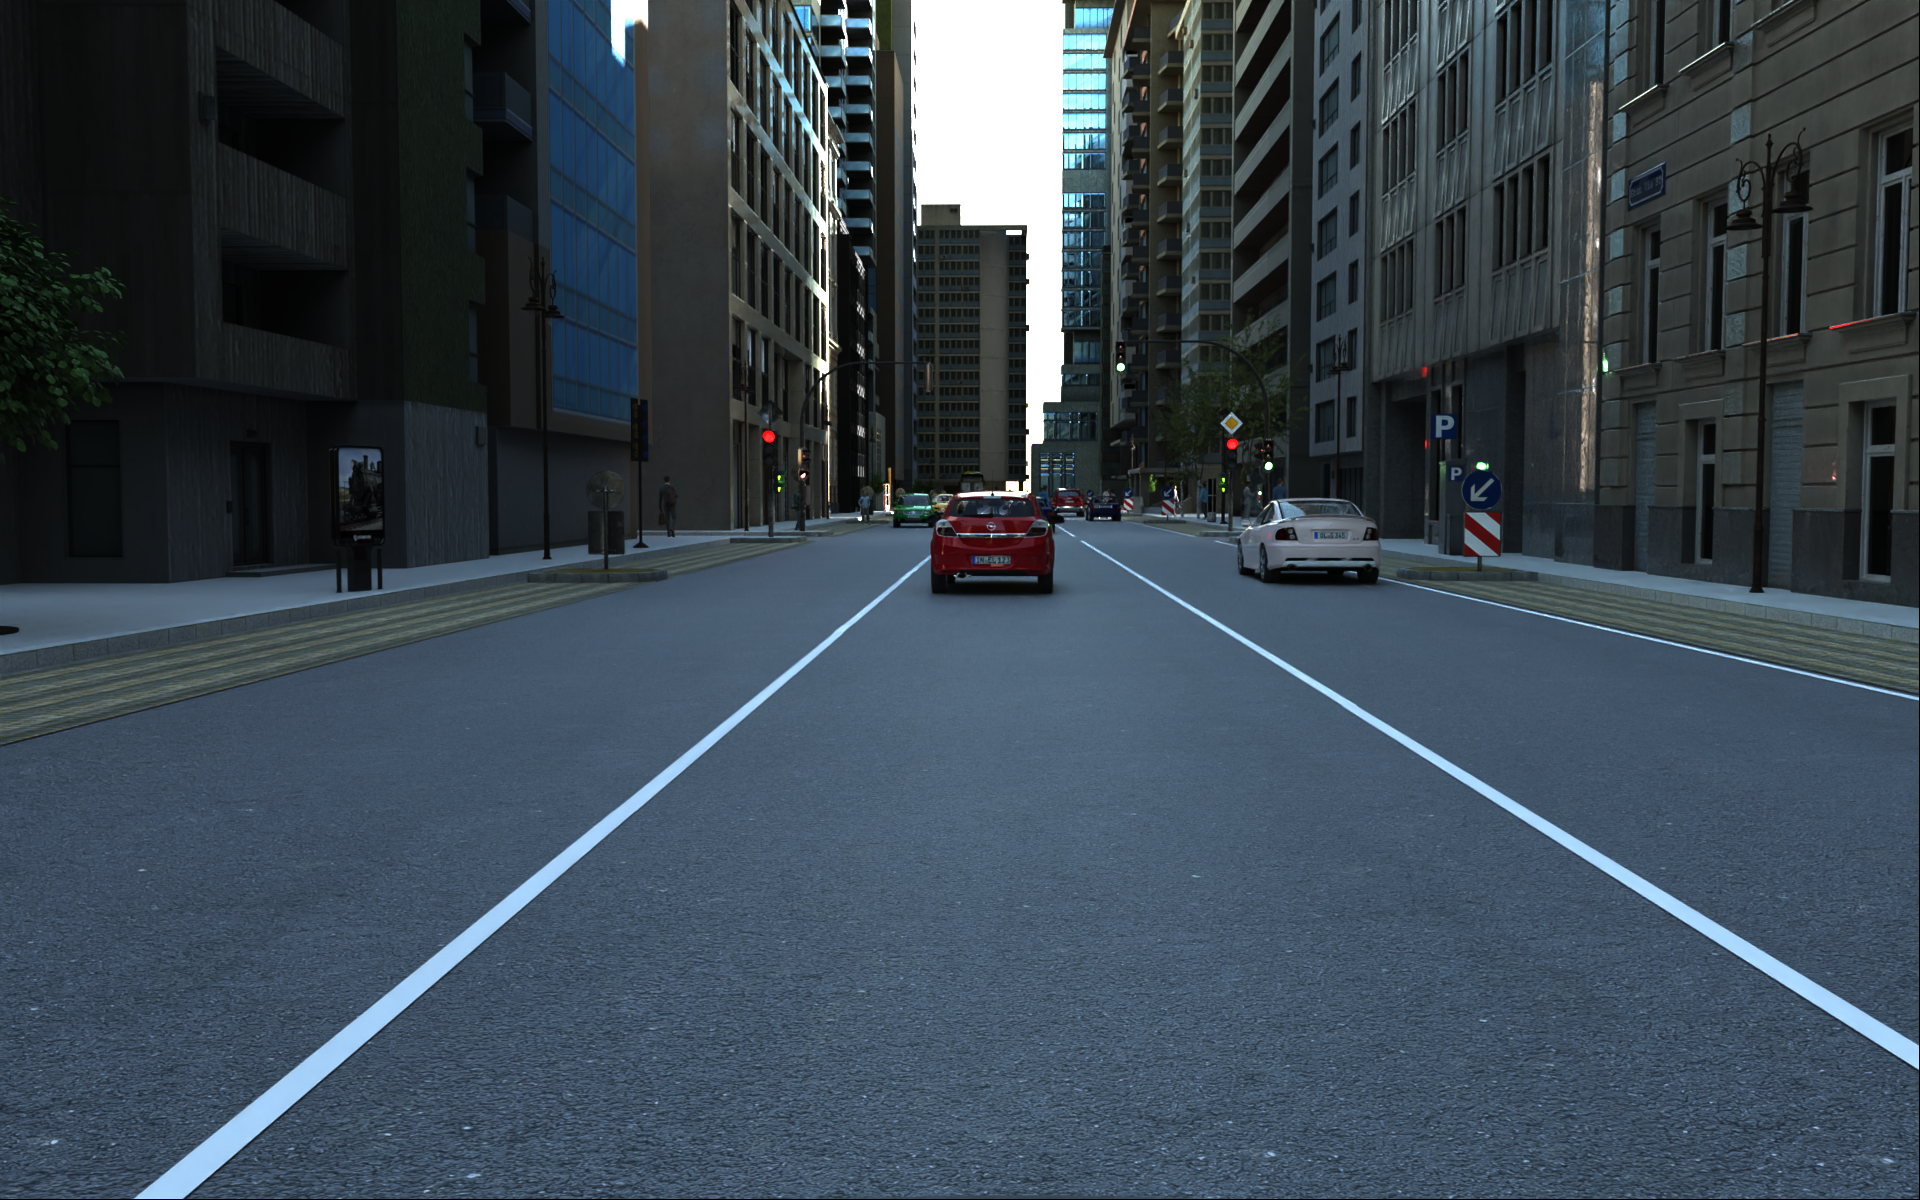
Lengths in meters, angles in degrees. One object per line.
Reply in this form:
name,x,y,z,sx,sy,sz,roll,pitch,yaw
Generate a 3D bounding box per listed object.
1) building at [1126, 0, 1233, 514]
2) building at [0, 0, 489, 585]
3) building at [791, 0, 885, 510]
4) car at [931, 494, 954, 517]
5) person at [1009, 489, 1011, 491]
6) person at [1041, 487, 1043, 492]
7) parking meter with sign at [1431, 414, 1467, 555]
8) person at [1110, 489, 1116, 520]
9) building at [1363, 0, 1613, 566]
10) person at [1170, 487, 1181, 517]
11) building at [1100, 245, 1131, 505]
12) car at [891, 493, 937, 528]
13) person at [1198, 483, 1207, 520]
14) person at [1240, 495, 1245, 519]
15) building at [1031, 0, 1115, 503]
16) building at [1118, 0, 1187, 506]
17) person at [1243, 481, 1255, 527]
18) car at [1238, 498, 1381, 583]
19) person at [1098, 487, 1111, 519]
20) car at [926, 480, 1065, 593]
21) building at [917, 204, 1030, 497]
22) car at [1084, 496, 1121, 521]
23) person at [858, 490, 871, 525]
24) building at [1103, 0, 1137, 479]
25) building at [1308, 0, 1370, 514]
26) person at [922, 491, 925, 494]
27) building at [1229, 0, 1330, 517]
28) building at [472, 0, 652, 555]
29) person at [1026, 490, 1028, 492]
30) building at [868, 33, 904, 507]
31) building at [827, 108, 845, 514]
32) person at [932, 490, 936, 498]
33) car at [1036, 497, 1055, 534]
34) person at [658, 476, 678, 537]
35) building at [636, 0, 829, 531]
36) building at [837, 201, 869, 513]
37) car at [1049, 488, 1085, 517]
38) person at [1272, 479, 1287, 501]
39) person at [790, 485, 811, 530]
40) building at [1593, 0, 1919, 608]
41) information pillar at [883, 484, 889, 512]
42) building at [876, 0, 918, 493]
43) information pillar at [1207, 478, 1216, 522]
building,28.063,-26.056,117.903,32.217,40.220,23.993,0,4,2
building,-16.604,-15.616,27.027,14.160,30.474,14.107,0,4,2
building,-17.308,-51.135,148.730,22.319,86.520,31.000,0,4,2
car,-0.886,-5.442,99.200,2.015,1.641,3.980,0,4,3
person,3.749,-7.288,127.931,0.850,1.792,0.678,-2,4,-30
person,4.416,-5.137,92.733,0.529,1.795,0.600,1,4,23
parking meter with sign,10.473,-2.486,36.909,0.543,3.016,1.738,0,4,4
person,8.634,-5.374,97.201,0.643,1.720,0.563,2,4,26
building,17.491,-13.558,39.702,12.078,24.808,19.932,0,4,2
person,12.261,-5.678,99.061,0.709,1.800,0.728,-3,5,-41
building,23.268,-26.321,202.043,14.160,30.474,14.107,0,4,2
car,-1.992,-4.078,75.469,1.959,1.807,4.718,0,4,0
person,12.063,-4.842,85.221,0.660,1.820,0.620,-3,5,-41
person,14.478,-4.755,88.461,0.373,1.253,0.362,-3,4,-38
building,24.945,-55.966,227.713,31.000,86.520,22.319,0,4,2
building,25.558,-30.395,151.590,22.147,44.769,28.867,0,4,2
person,11.412,-3.799,68.344,0.466,1.800,0.511,-1,4,-20
car,5.844,-1.036,29.297,2.083,1.381,4.827,0,4,2
person,8.318,-5.596,99.844,0.795,1.843,0.661,-1,4,-9
car,0.530,-1.067,26.487,2.155,1.783,4.494,0,4,2
building,-2.605,-33.205,234.779,23.993,40.220,32.217,0,4,2
car,7.686,-4.926,93.126,1.945,1.354,3.894,0,4,0
person,-4.406,-4.268,80.094,0.589,1.601,0.330,0,4,-8
building,29.887,-36.127,179.910,28.713,52.752,27.495,0,4,2
building,21.671,-18.034,66.562,14.107,30.474,14.160,0,4,2
person,-4.099,-10.933,185.597,0.742,1.727,0.445,-3,5,-39
building,25.753,-28.334,86.960,21.300,48.544,21.600,0,4,2
building,-16.162,-23.976,42.112,14.200,45.320,14.600,0,4,2
person,6.457,-9.654,166.360,1.348,1.823,0.705,0,4,0
building,-12.931,-31.965,172.738,14.600,45.320,14.200,0,4,2
building,-14.521,-19.507,104.851,13.634,28.700,20.117,0,4,2
person,-1.700,-6.494,115.674,0.512,1.701,0.522,2,4,30
car,2.575,-3.147,64.040,1.945,1.354,3.894,0,4,0
person,-8.688,-2.789,51.607,0.622,1.834,0.822,0,4,-2
building,-17.210,-16.683,77.286,19.350,26.468,34.151,0,4,2
building,-13.311,-17.986,123.742,12.332,23.373,15.834,0,4,2
car,6.861,-6.253,110.910,2.281,1.827,5.304,0,4,0
person,11.118,-3.312,60.222,0.581,1.822,0.654,1,4,11
person,-5.700,-3.237,61.771,0.721,1.781,0.623,0,4,6
building,16.379,-13.450,17.170,12.463,27.353,25.104,0,4,2
information pillar,-5.335,-7.392,125.346,0.304,2.012,0.304,-3,4,-39
building,-19.131,-40.151,198.474,28.212,58.520,21.231,0,4,2
information pillar,11.429,-4.534,78.615,0.304,2.012,0.304,3,5,40
